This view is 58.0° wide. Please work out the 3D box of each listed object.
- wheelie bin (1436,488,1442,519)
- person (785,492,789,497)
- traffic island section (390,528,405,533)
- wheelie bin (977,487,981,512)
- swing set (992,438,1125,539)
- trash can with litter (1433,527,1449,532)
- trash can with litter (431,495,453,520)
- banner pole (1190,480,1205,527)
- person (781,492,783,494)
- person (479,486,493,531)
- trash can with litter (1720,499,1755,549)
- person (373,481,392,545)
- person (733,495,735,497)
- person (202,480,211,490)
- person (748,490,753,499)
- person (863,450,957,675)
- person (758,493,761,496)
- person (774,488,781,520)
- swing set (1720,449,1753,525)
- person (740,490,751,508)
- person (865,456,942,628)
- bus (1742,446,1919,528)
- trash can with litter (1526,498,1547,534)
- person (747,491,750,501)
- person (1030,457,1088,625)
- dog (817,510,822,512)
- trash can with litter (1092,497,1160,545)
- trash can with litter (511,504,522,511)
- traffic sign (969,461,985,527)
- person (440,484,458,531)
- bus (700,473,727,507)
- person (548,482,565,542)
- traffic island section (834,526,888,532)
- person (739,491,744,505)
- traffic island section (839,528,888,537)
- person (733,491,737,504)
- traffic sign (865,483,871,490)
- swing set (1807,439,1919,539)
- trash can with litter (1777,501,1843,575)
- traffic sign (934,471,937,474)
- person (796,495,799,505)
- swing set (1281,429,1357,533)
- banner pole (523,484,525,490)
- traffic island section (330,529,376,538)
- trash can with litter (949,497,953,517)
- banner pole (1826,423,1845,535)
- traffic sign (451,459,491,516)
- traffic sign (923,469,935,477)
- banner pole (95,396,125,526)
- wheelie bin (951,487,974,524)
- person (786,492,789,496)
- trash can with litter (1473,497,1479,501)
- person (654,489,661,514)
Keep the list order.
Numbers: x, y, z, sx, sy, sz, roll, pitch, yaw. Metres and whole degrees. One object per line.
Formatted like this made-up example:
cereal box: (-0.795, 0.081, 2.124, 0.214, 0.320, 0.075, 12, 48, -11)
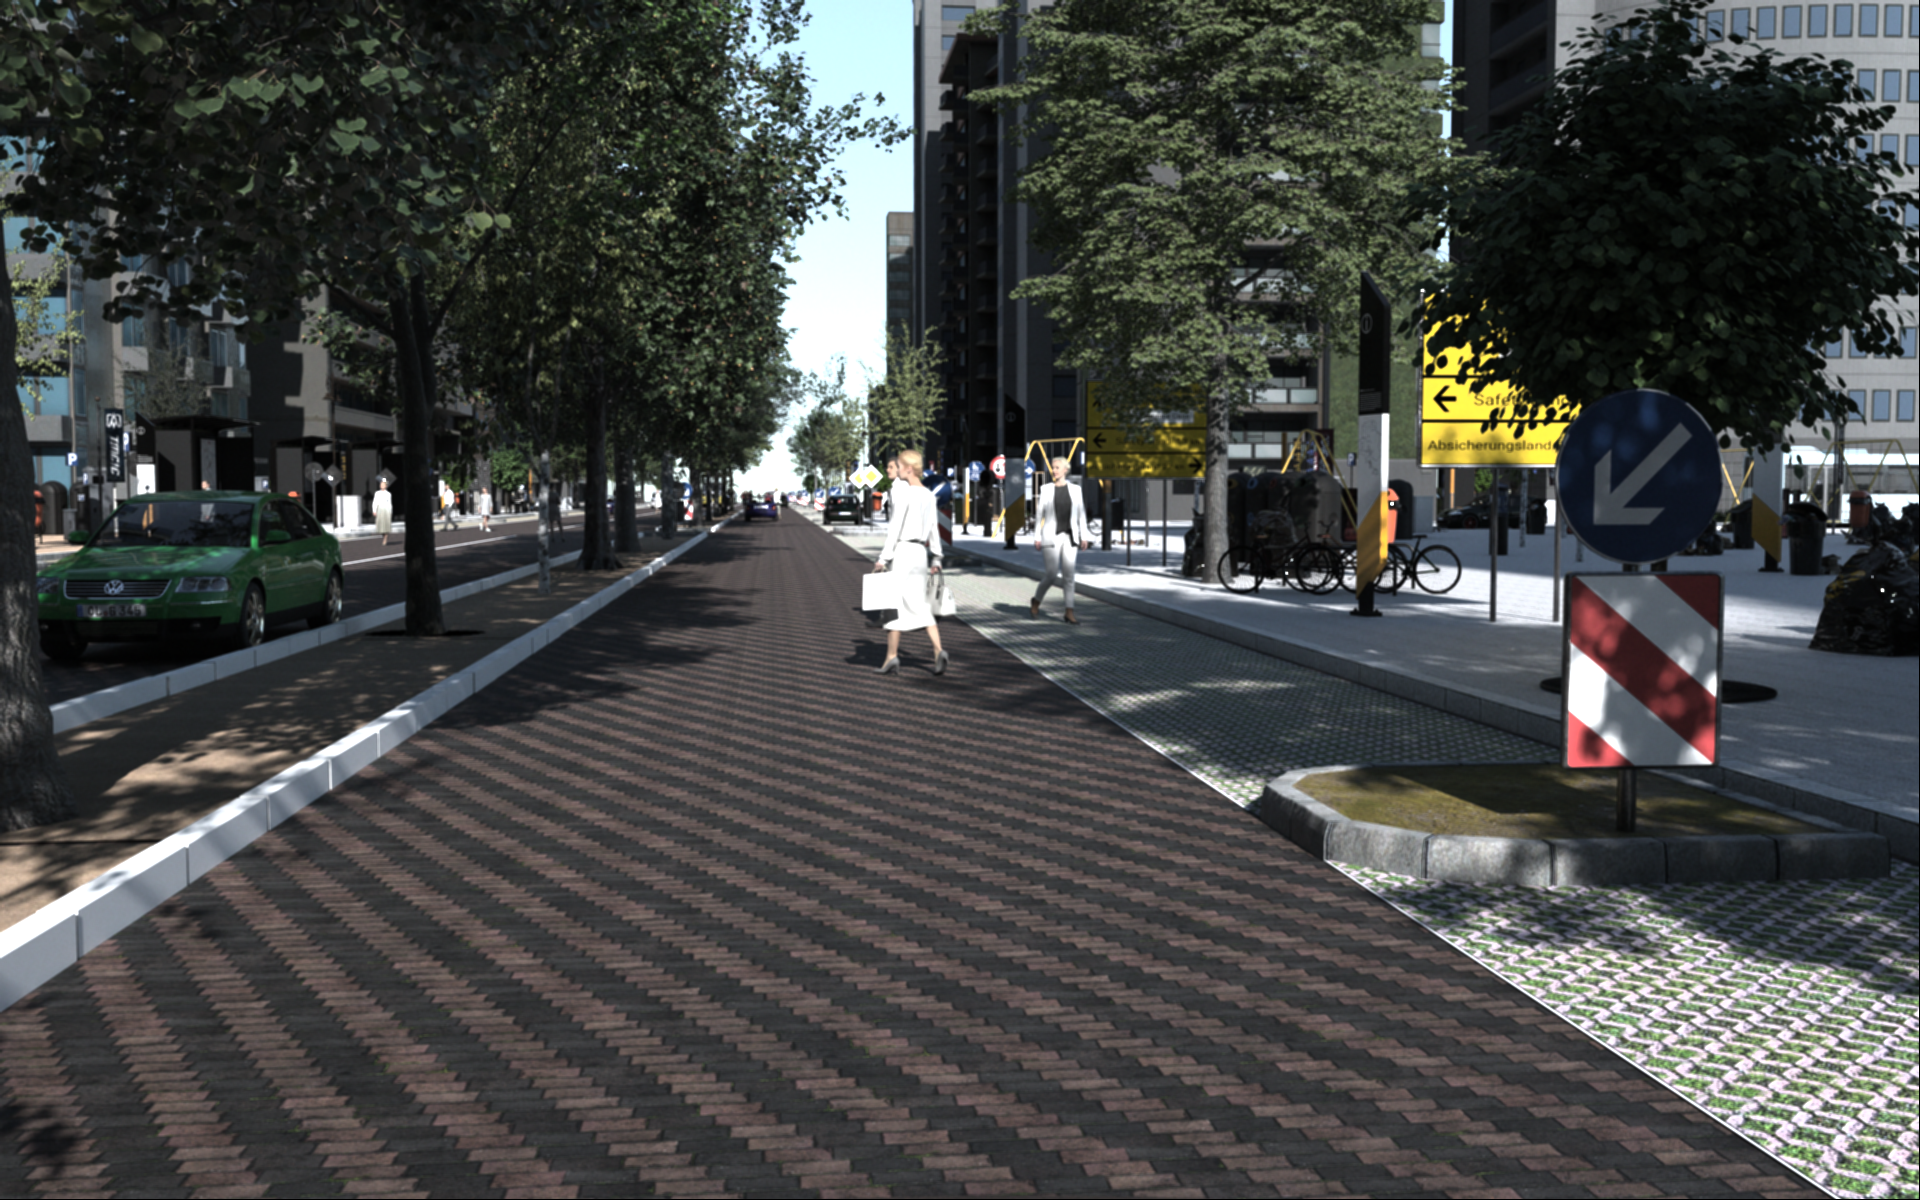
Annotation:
wheelie bin: (23.719, -4.762, 85.774, 0.980, 1.594, 0.693, -3, 5, -45)
person: (-27.143, -15.869, 268.675, 1.217, 1.735, 0.721, 0, 4, -4)
traffic island section: (-21.669, -2.639, 65.428, 2.009, 0.180, 2.903, 0, 4, -6)
wheelie bin: (0.521, -4.171, 76.106, 0.980, 1.594, 0.693, 3, 5, 39)
swing set: (2.743, -3.184, 49.674, 2.862, 2.851, 3.119, -2, 4, -23)
trash can with litter: (15.927, -2.937, 59.079, 2.233, 1.210, 1.678, -2, 4, -29)
trash can with litter: (-26.726, -4.641, 86.938, 2.233, 1.210, 1.678, 1, 4, 9)
banner pole: (9.433, -4.785, 68.246, 0.401, 3.779, 0.863, -3, 4, -37)
person: (-22.835, -13.065, 222.794, 1.217, 1.739, 0.721, 2, 4, 27)
person: (-18.357, -3.525, 66.889, 0.760, 1.731, 0.466, 3, 4, 39)
trash can with litter: (18.072, -1.768, 40.291, 1.055, 1.170, 0.624, -1, 4, -13)
person: (-16.186, -2.441, 48.638, 0.478, 1.798, 0.641, 0, 4, 0)
person: (-37.776, -16.960, 286.531, 1.217, 1.736, 0.721, -2, 4, -24)
person: (-19.749, -2.256, 45.478, 0.635, 1.810, 0.391, 3, 5, 43)
person: (-22.479, -10.915, 186.598, 0.705, 1.869, 1.348, -3, 4, -38)
person: (-0.386, -0.294, 13.656, 0.694, 1.780, 0.624, -3, 4, -37)
person: (-33.381, -17.018, 288.205, 0.593, 1.643, 0.415, -2, 4, -33)
person: (-10.169, -5.368, 96.491, 0.478, 1.798, 0.641, -2, 4, -29)
swing set: (27.309, -3.861, 60.750, 2.862, 2.851, 3.119, 0, 4, -8)
person: (-20.193, -9.471, 163.378, 1.348, 1.821, 0.705, -2, 4, -30)
person: (-0.590, -0.603, 18.465, 0.850, 1.850, 0.679, 1, 4, 14)
bus: (37.758, -4.483, 68.150, 13.247, 3.499, 2.948, 0, 4, -6)
trash can with litter: (18.253, -2.681, 55.225, 0.624, 1.170, 1.055, -1, 4, -12)
person: (-23.553, -11.277, 193.555, 0.721, 1.739, 1.217, 0, 4, 3)
person: (1.073, -0.658, 19.140, 0.514, 1.842, 0.818, -2, 4, -29)
dog: (-11.173, -7.334, 136.744, 0.800, 0.831, 0.513, -2, 4, -30)
trash can with litter: (4.153, -2.023, 44.129, 1.678, 1.210, 2.233, -2, 4, -34)
trash can with litter: (-32.755, -7.182, 128.491, 2.233, 1.210, 1.678, 1, 4, 19)
traffic sign: (0.605, -4.119, 67.450, 0.768, 2.556, 0.104, 0, 4, 3)
person: (-19.900, -3.594, 67.368, 0.679, 1.850, 0.850, 3, 5, 43)
bus: (-27.012, -12.125, 189.797, 2.896, 3.916, 12.252, 0, 4, -8)
person: (-12.202, -2.648, 52.128, 0.599, 1.781, 0.374, 0, 4, -8)
traffic island section: (-3.883, -2.757, 67.362, 2.009, 0.180, 2.903, 0, 4, -6)
person: (-29.552, -13.917, 235.974, 1.348, 1.831, 0.705, 1, 4, 23)
traffic island section: (-3.015, -2.272, 59.424, 2.009, 0.180, 2.903, 0, 4, -6)
person: (-33.698, -15.376, 259.881, 0.705, 1.826, 1.348, 1, 4, 20)
traffic sign: (-5.292, -6.231, 101.976, 0.768, 2.556, 0.104, 0, 4, -3)
swing set: (26.504, -3.264, 50.984, 2.862, 2.851, 3.119, 0, 4, -6)
trash can with litter: (13.581, -0.992, 27.605, 1.055, 1.170, 0.624, -2, 4, -34)
traffic sign: (-1.489, -5.829, 95.411, 0.768, 2.556, 0.104, 0, 4, 3)
person: (-21.343, -13.453, 229.012, 0.434, 1.755, 0.990, -2, 4, -34)
swing set: (8.702, -2.770, 42.909, 2.862, 2.851, 3.119, 1, 4, 17)
banner pole: (-34.769, -8.983, 136.892, 0.863, 3.779, 0.401, 1, 4, 17)
traffic island section: (-20.801, -2.153, 57.490, 2.009, 0.180, 2.903, 0, 4, -6)
trash can with litter: (-0.642, -4.501, 84.985, 0.624, 1.170, 1.055, 0, 4, 0)
banner pole: (27.641, -3.945, 54.524, 0.401, 3.779, 0.863, 0, 4, 5)
traffic sign: (-28.519, -6.550, 100.971, 2.265, 3.308, 0.079, 0, 4, -4)
traffic sign: (-1.644, -5.451, 89.232, 0.768, 2.556, 0.104, 0, 4, 1)
banner pole: (-21.921, -3.339, 44.617, 0.401, 3.779, 0.863, 3, 5, 42)
wheelie bin: (0.068, -3.990, 73.140, 0.693, 1.594, 0.980, 1, 4, 12)
person: (-29.510, -17.674, 298.178, 1.217, 1.736, 0.721, -3, 4, -38)
trash can with litter: (22.066, -3.764, 72.930, 1.055, 1.170, 0.624, -1, 4, -21)
person: (-21.920, -7.157, 125.865, 0.624, 1.780, 0.694, -2, 4, -34)
